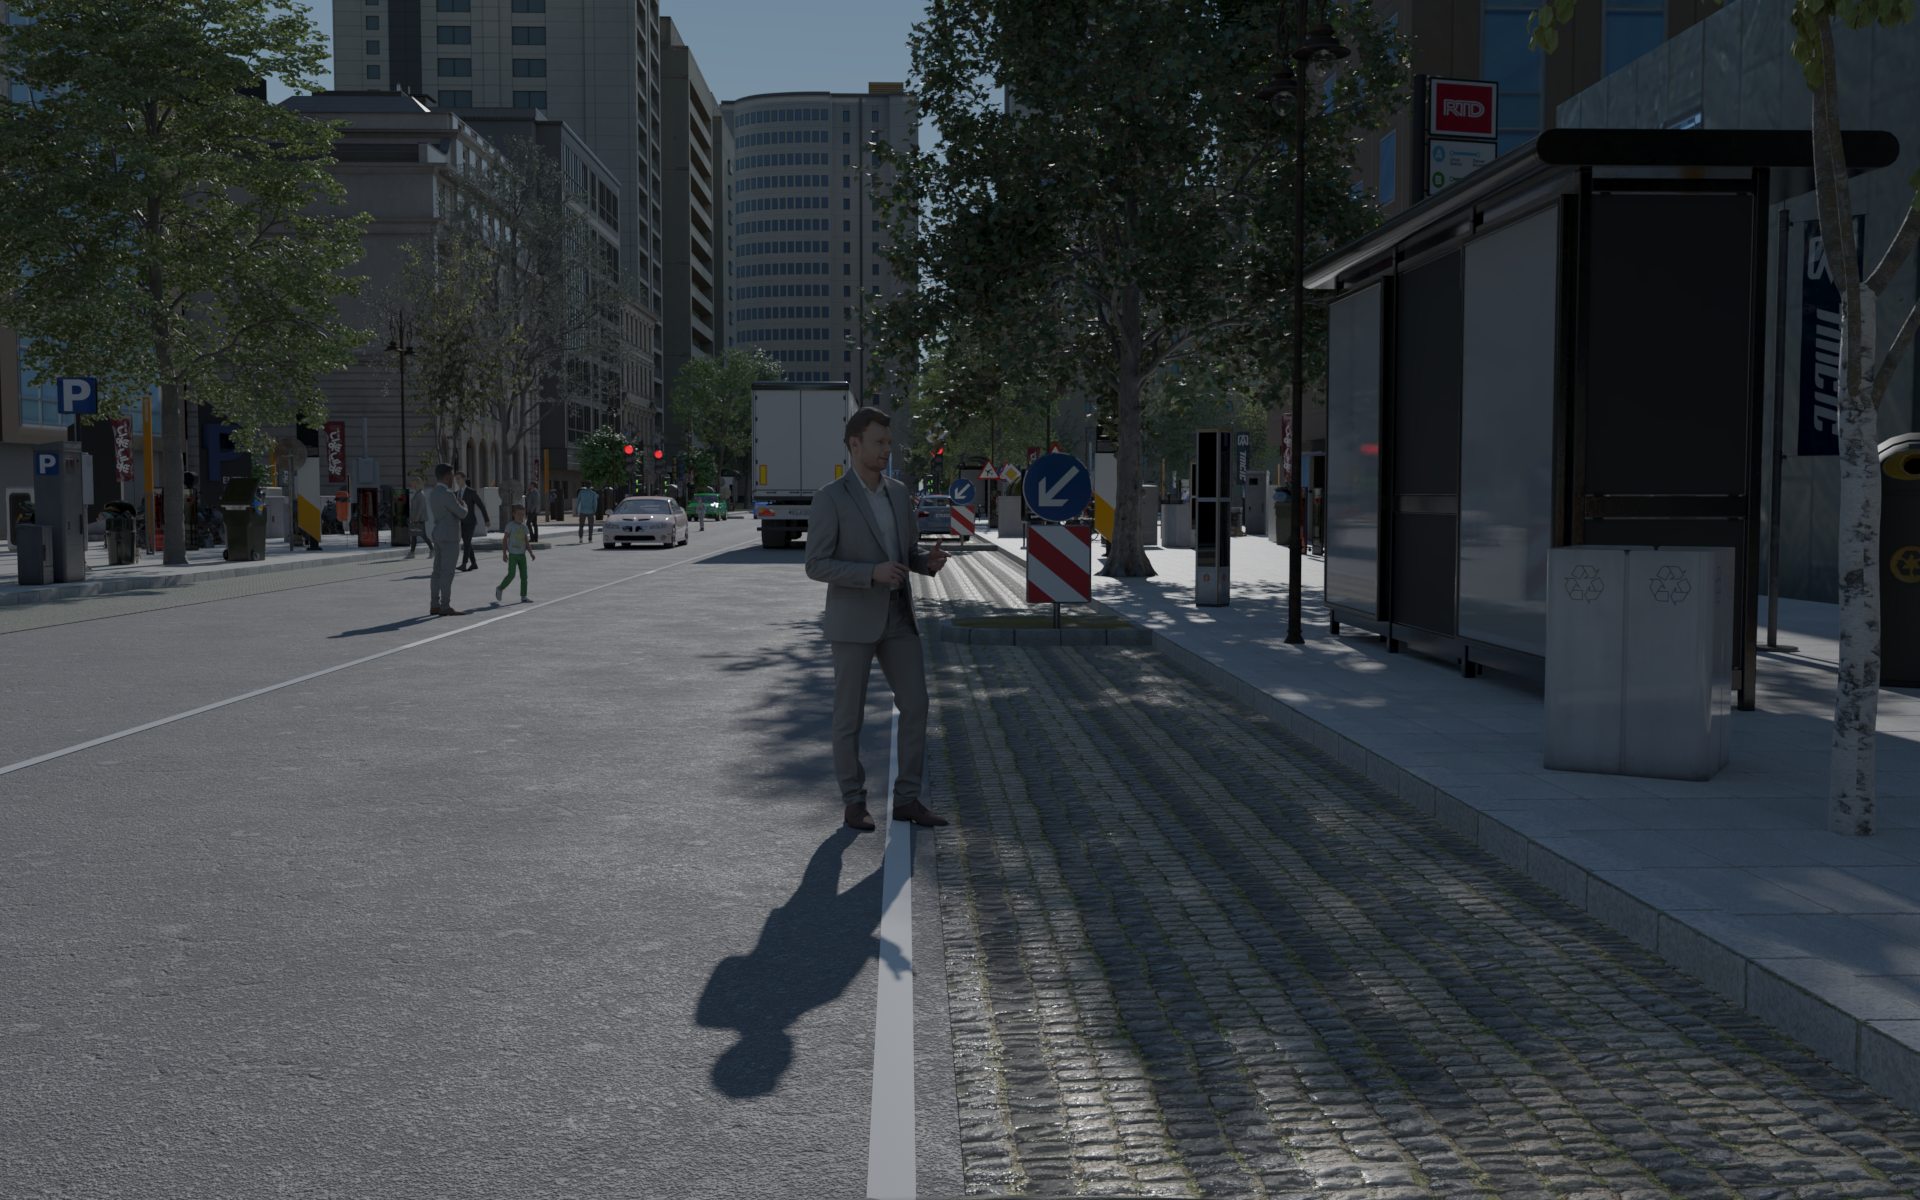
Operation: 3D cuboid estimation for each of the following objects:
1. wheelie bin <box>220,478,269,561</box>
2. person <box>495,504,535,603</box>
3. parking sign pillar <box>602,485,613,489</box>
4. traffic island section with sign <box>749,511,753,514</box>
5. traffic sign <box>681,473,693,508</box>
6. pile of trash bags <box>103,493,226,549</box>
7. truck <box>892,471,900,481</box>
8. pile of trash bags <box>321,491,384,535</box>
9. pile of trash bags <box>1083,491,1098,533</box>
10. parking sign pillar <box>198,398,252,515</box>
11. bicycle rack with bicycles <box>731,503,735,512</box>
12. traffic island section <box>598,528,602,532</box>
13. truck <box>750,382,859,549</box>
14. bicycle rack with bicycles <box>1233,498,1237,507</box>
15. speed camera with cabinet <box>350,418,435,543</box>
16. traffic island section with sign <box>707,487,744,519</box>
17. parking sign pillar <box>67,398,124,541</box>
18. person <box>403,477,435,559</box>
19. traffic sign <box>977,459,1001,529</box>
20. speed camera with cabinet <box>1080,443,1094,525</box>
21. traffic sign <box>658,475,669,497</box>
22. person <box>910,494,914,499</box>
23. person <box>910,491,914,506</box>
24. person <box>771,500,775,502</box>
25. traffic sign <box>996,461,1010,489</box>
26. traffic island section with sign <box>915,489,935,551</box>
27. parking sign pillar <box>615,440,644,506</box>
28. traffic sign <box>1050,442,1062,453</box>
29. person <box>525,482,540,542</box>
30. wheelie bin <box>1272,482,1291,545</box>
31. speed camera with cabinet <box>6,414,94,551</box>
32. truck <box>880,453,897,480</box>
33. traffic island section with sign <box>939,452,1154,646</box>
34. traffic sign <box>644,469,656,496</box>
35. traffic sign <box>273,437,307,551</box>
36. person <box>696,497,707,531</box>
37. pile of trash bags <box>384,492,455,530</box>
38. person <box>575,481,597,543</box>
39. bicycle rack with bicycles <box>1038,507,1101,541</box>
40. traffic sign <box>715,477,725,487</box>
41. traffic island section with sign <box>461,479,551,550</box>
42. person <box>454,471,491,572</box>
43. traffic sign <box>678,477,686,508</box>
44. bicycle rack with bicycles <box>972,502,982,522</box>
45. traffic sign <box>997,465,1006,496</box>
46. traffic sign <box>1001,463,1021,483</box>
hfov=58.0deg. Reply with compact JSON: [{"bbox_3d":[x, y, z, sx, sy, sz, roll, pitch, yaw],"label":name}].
[{"bbox_3d":[-13.762,-1.553,33.298,0.980,1.594,0.693,1,4,10],"label":"wheelie bin"},{"bbox_3d":[-5.899,-0.624,22.944,0.590,1.304,0.306,2,4,27],"label":"person"},{"bbox_3d":[-21.982,-7.416,109.729,1.447,3.967,1.447,0,4,-4],"label":"parking sign pillar"},{"bbox_3d":[-14.289,-7.194,126.250,1.989,1.847,2.006,0,4,-2],"label":"traffic island section with sign"},{"bbox_3d":[-16.709,-6.470,105.887,0.768,2.556,0.104,0,4,4],"label":"traffic sign"},{"bbox_3d":[-18.652,-1.958,41.763,1.912,1.369,3.447,3,5,43],"label":"pile of trash bags"},{"bbox_3d":[-7.838,-12.509,194.276,2.967,4.110,18.799,0,4,-2],"label":"truck"},{"bbox_3d":[-19.478,-2.767,54.995,1.912,1.369,3.447,-1,4,-16],"label":"pile of trash bags"},{"bbox_3d":[5.064,-2.957,58.106,1.912,1.369,3.447,-2,4,-26],"label":"pile of trash bags"},{"bbox_3d":[-20.469,-3.658,48.278,1.447,3.967,1.447,3,5,42],"label":"parking sign pillar"},{"bbox_3d":[-17.710,-6.729,123.405,2.925,0.926,2.852,0,4,3],"label":"bicycle rack with bicycles"},{"bbox_3d":[-12.696,-2.718,66.726,2.009,0.180,2.903,0,4,-2],"label":"traffic island section"},{"bbox_3d":[-4.154,-3.668,48.882,2.839,4.237,11.283,0,4,-2],"label":"truck"},{"bbox_3d":[22.700,-8.311,149.265,2.852,0.926,2.925,0,4,1],"label":"bicycle rack with bicycles"},{"bbox_3d":[-14.890,-3.124,45.415,2.038,3.252,0.660,-2,4,-26],"label":"speed camera with cabinet"},{"bbox_3d":[-13.420,-5.546,99.308,1.989,1.847,2.006,0,4,-2],"label":"traffic island section with sign"},{"bbox_3d":[-23.681,-3.608,47.464,1.447,3.967,1.447,-1,4,-16],"label":"parking sign pillar"},{"bbox_3d":[-11.894,-1.801,38.134,0.728,1.800,0.709,-2,4,-25],"label":"person"},{"bbox_3d":[1.054,-3.868,63.250,0.884,2.594,0.081,0,4,0],"label":"traffic sign"},{"bbox_3d":[4.768,-4.465,67.335,0.660,3.252,2.038,0,4,-4],"label":"speed camera with cabinet"},{"bbox_3d":[-15.663,-5.469,91.555,0.606,2.300,0.079,0,4,7],"label":"traffic sign"},{"bbox_3d":[-5.127,-10.244,179.182,0.628,1.438,0.799,3,4,37],"label":"person"},{"bbox_3d":[-5.034,-10.525,181.142,0.434,1.755,0.990,1,4,13],"label":"person"},{"bbox_3d":[-9.027,-4.674,85.263,0.374,1.781,0.599,-3,5,-43],"label":"person"},{"bbox_3d":[1.851,-4.156,67.948,0.884,2.594,0.081,0,4,7],"label":"traffic sign"},{"bbox_3d":[-0.073,-2.172,44.144,1.989,1.847,2.006,0,4,-2],"label":"traffic island section with sign"},{"bbox_3d":[-16.208,-5.913,85.157,1.447,3.967,1.447,-1,4,-12],"label":"parking sign pillar"},{"bbox_3d":[2.365,-2.630,43.003,0.884,2.594,0.081,0,4,4],"label":"traffic sign"},{"bbox_3d":[-12.641,-2.598,51.158,0.473,1.802,0.592,0,4,3],"label":"person"},{"bbox_3d":[8.255,-2.189,43.704,0.693,1.594,0.980,1,4,17],"label":"wheelie bin"},{"bbox_3d":[-20.467,-2.725,38.893,2.038,3.252,0.660,1,4,20],"label":"speed camera with cabinet"},{"bbox_3d":[-4.846,-6.229,91.597,2.967,4.110,18.799,0,4,-2],"label":"truck"},{"bbox_3d":[0.796,-0.522,17.166,1.989,1.847,2.006,0,4,-2],"label":"traffic island section with sign"},{"bbox_3d":[-16.037,-5.455,89.302,0.768,2.556,0.104,0,4,4],"label":"traffic sign"},{"bbox_3d":[-15.072,-2.378,38.981,0.768,2.556,0.104,0,4,3],"label":"traffic sign"},{"bbox_3d":[-10.013,-3.317,67.012,0.425,1.301,0.394,0,4,6],"label":"person"},{"bbox_3d":[-19.640,-3.208,62.199,3.447,1.369,1.912,-2,4,-31],"label":"pile of trash bags"},{"bbox_3d":[-10.904,-2.566,50.473,0.660,1.820,0.620,0,4,-4],"label":"person"},{"bbox_3d":[3.166,-2.071,47.241,2.925,0.926,2.852,-1,4,-15],"label":"bicycle rack with bicycles"},{"bbox_3d":[-18.096,-7.987,130.698,0.768,2.556,0.104,0,4,-1],"label":"traffic sign"},{"bbox_3d":[-11.664,-2.210,44.756,1.989,1.847,2.006,0,4,-2],"label":"traffic island section with sign"},{"bbox_3d":[-9.163,-1.452,32.019,0.659,1.850,0.755,2,4,27],"label":"person"},{"bbox_3d":[-17.142,-6.394,106.674,0.606,2.300,0.079,0,4,0],"label":"traffic sign"},{"bbox_3d":[1.545,-4.090,80.259,2.852,0.926,2.925,0,4,-7],"label":"bicycle rack with bicycles"},{"bbox_3d":[1.977,-4.641,75.989,0.768,2.556,0.104,0,4,5],"label":"traffic sign"},{"bbox_3d":[1.912,-3.893,64.843,0.795,2.450,0.064,0,4,2],"label":"traffic sign"}]
